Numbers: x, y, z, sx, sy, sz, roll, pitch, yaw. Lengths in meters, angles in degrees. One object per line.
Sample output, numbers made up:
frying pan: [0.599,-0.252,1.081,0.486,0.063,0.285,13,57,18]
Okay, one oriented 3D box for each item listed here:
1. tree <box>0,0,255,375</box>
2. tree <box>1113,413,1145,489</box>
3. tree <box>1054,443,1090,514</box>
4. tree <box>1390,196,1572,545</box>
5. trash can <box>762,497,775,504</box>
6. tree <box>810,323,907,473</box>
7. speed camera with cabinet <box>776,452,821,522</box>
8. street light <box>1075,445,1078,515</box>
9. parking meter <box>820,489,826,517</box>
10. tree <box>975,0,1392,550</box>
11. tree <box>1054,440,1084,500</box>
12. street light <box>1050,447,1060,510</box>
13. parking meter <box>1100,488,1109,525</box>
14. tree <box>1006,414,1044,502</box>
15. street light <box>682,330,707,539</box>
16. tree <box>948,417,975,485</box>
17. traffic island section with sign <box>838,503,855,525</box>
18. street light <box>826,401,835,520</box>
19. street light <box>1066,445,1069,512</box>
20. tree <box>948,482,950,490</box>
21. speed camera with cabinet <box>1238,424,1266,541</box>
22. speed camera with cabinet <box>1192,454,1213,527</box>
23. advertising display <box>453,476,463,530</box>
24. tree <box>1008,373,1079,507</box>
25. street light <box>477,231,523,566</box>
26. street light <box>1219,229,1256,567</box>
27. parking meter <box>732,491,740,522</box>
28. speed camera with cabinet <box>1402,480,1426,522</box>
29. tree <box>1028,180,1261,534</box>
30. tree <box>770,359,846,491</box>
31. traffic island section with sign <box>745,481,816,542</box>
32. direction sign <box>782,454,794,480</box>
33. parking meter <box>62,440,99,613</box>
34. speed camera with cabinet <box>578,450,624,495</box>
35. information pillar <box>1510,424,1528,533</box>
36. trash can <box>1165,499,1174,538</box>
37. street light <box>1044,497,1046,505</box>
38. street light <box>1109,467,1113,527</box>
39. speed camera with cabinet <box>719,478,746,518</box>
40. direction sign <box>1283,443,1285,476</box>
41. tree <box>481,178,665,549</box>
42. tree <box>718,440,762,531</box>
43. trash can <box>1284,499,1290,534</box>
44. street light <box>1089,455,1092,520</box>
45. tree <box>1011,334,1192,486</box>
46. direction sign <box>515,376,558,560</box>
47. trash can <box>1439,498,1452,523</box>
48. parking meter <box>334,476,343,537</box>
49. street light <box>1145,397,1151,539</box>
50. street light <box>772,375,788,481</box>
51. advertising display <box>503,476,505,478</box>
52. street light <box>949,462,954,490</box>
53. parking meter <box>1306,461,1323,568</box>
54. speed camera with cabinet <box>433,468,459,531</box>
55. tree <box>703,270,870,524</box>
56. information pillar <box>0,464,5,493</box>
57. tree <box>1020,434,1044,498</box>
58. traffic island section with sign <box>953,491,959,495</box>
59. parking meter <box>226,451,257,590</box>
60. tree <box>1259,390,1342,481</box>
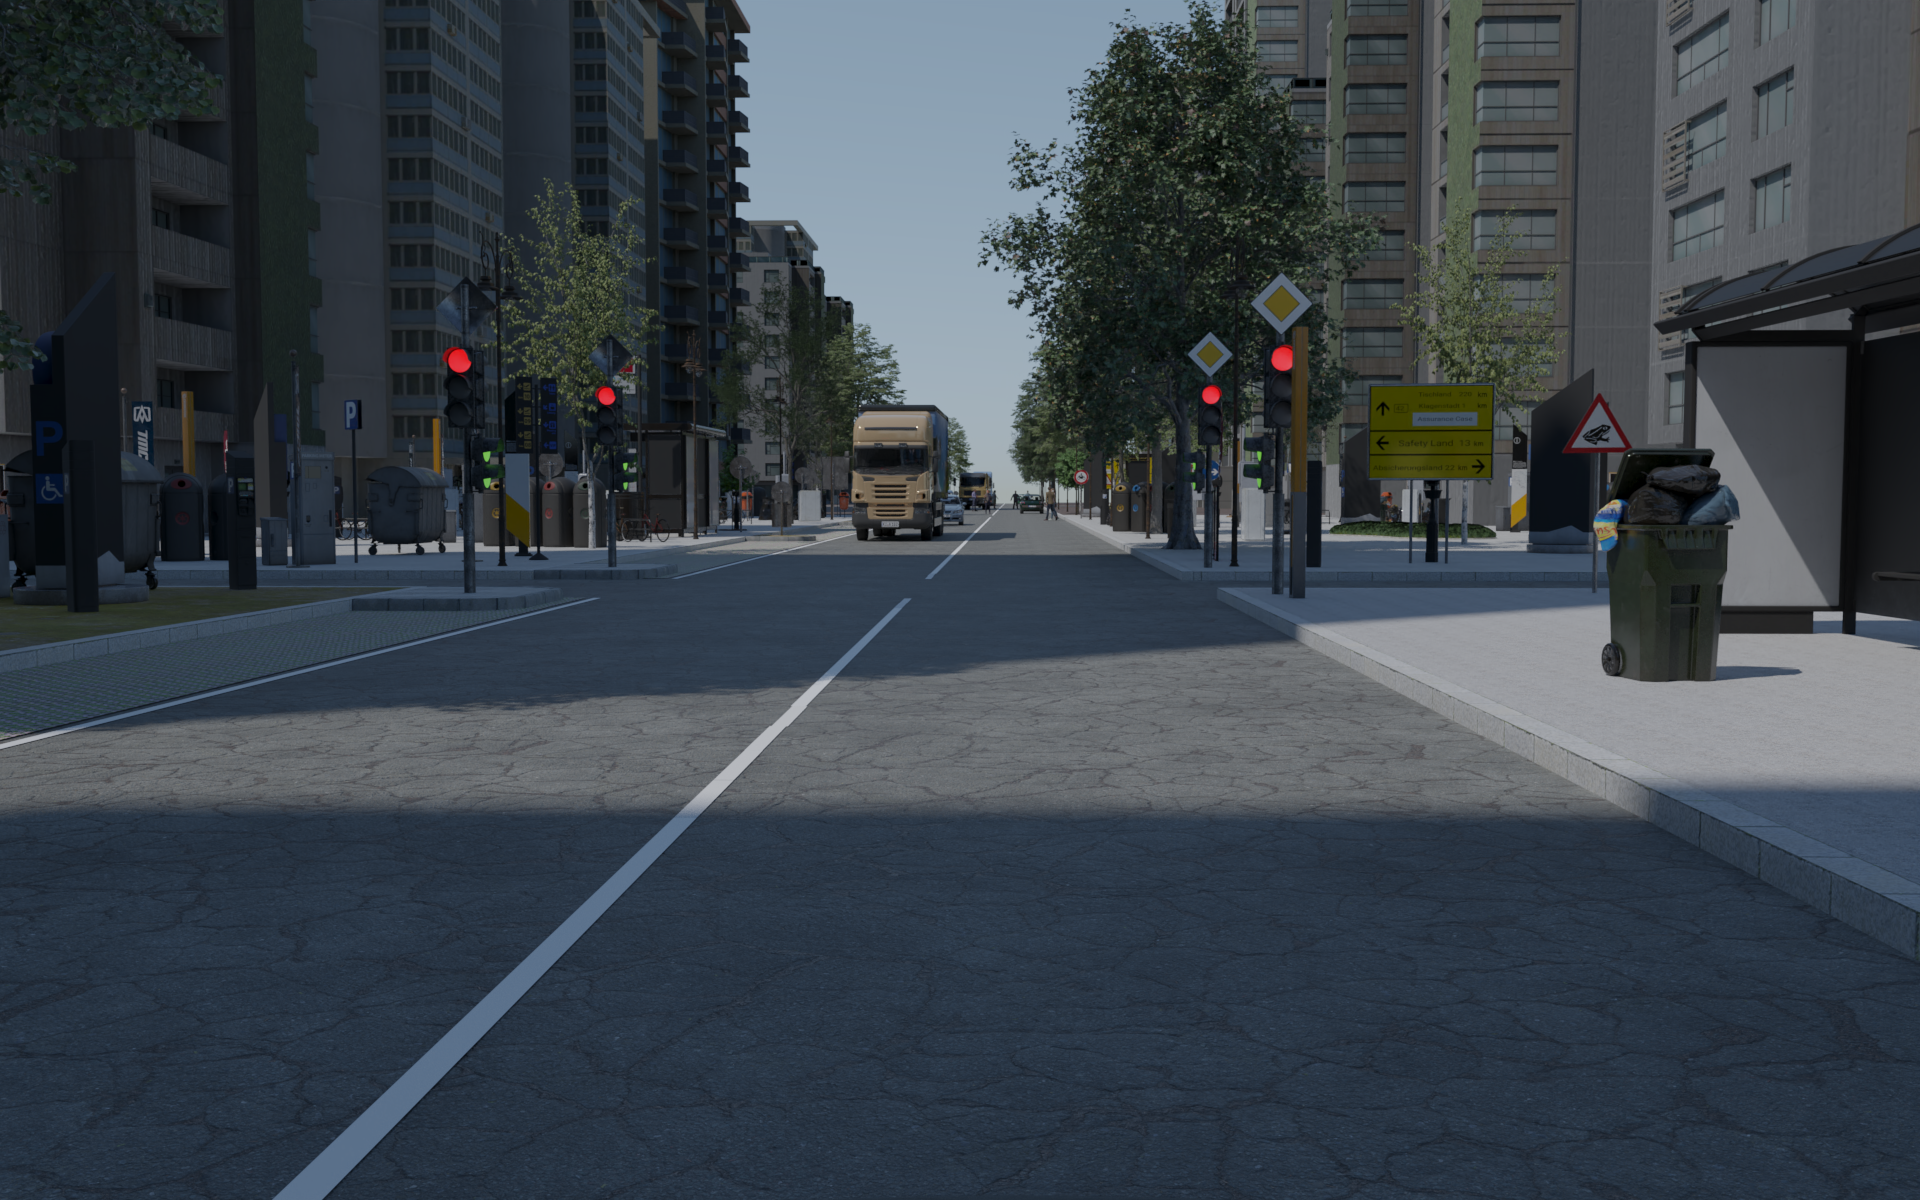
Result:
tree: [-9.573,-6.436,11.887,9.857,13.997,8.962,0,3,0]
tree: [7.551,-8.053,82.032,4.737,8.622,4.395,0,3,0]
tree: [7.553,-7.806,111.349,4.285,4.588,4.351,0,3,0]
tree: [13.059,-5.711,43.735,4.737,8.622,4.395,0,3,0]
trash can: [-9.926,-4.787,89.920,0.748,1.137,0.748,0,3,0]
tree: [-6.974,-12.055,115.223,7.486,12.596,7.792,0,3,0]
speed camera with cabinet: [-7.570,-5.304,81.054,2.038,3.252,0.660,-1,4,-17]
street light: [7.054,-8.075,104.817,0.468,5.910,1.993,0,4,2]
parking meter: [-7.647,-5.567,96.730,0.255,1.863,0.399,-2,4,-31]
tree: [5.186,-7.532,40.163,9.611,12.733,9.660,0,3,0]
tree: [9.123,-11.066,131.290,4.360,8.622,3.978,0,3,0]
street light: [8.898,-11.584,162.183,0.468,5.910,1.993,0,4,2]
parking meter: [6.038,-3.904,72.249,0.372,1.533,0.369,0,3,0]
tree: [11.309,-20.020,237.689,12.009,13.543,11.850,0,3,0]
street light: [-7.499,-4.662,49.011,0.468,5.910,1.993,0,4,2]
tree: [-1.436,-20.575,254.533,7.486,12.596,7.792,0,3,0]
traffic island section with sign: [-4.590,-4.387,80.351,1.989,1.847,2.006,0,4,2]
street light: [-6.366,-6.916,85.857,0.468,5.910,1.993,0,4,2]
street light: [7.763,-9.309,124.982,0.468,5.910,1.993,0,4,2]
tree: [-2.106,-14.884,237.949,1.663,3.219,1.824,0,3,0]
speed camera with cabinet: [8.179,-3.311,48.474,0.660,3.252,2.038,0,4,4]
speed camera with cabinet: [9.004,-4.462,67.293,0.660,3.252,2.038,-2,4,-28]
advertising display: [-17.590,-3.456,61.724,0.974,1.923,0.123,0,4,1]
tree: [9.306,-16.286,172.925,9.857,13.997,8.962,0,3,0]
street light: [-8.155,-3.541,30.687,0.468,5.910,1.993,0,4,2]
street light: [4.856,-3.529,30.493,0.468,5.910,1.993,0,4,2]
parking meter: [-10.173,-4.309,78.869,0.372,1.533,0.369,0,3,0]
speed camera with cabinet: [16.706,-4.238,63.631,0.660,3.252,2.038,1,4,23]
tree: [6.013,-8.396,55.396,7.486,12.596,7.792,0,3,0]
tree: [-7.645,-8.546,90.086,4.360,8.622,3.978,0,3,0]
traffic island section with sign: [-5.440,-2.707,52.892,1.989,1.847,2.006,0,4,2]
direction sign: [-9.801,-6.512,98.473,0.876,3.537,0.379,2,4,25]
parking meter: [-9.597,-0.806,18.897,0.255,1.863,0.399,-3,5,-39]
speed camera with cabinet: [-16.244,-5.130,78.216,2.038,3.252,0.660,1,4,13]
information pillar: [18.577,-4.050,57.567,0.504,3.616,0.183,1,4,16]
trash can: [6.024,-2.208,47.749,0.748,1.137,0.748,0,3,0]
street light: [10.331,-14.402,208.264,0.468,5.910,1.993,0,4,2]
street light: [5.955,-5.812,67.821,0.468,5.910,1.993,0,4,2]
speed camera with cabinet: [-12.478,-5.983,92.163,2.038,3.252,0.660,-1,4,-19]
direction sign: [14.234,-5.170,76.533,0.379,3.537,0.876,1,4,22]
tree: [-8.722,-5.498,40.248,4.737,8.622,4.395,0,3,0]
tree: [-8.047,-4.039,60.634,1.663,3.219,1.824,0,3,0]
trash can: [10.336,-2.663,55.191,0.748,1.137,0.748,0,3,0]
street light: [6.526,-6.954,86.489,0.468,5.910,1.993,0,4,2]
tree: [6.833,-8.571,74.541,7.601,10.594,8.767,2,4,23]
direction sign: [-8.203,-2.546,33.618,0.876,3.537,0.379,-3,5,-42]
trash can: [16.298,-2.884,58.815,0.748,1.137,0.748,0,3,0]
parking meter: [-18.456,-2.782,51.202,0.399,1.863,0.255,-2,4,-32]
street light: [5.392,-4.692,49.494,0.468,5.910,1.993,0,4,2]
street light: [-6.974,-5.783,67.339,0.468,5.910,1.993,0,4,2]
advertising display: [-16.662,-3.501,62.461,0.123,1.923,0.974,-3,5,-42]
street light: [-1.379,-16.687,245.622,0.468,5.910,1.993,0,4,2]
parking meter: [6.216,-1.509,30.386,0.255,1.863,0.399,1,4,13]
speed camera with cabinet: [-17.887,-4.035,60.310,0.660,3.252,2.038,-2,4,-24]
tree: [-7.436,-8.498,73.359,8.767,10.594,7.601,2,4,33]
information pillar: [-23.560,-2.314,42.330,0.304,2.012,0.304,2,4,24]
tree: [12.005,-19.956,252.040,9.928,11.665,9.643,0,3,0]
traffic island section with sign: [0.410,-14.150,239.975,1.989,1.847,2.006,0,4,2]
parking meter: [-9.665,-1.076,23.297,0.255,1.863,0.399,-3,5,-44]
tree: [17.002,-8.372,87.245,4.360,8.622,3.978,0,3,0]
